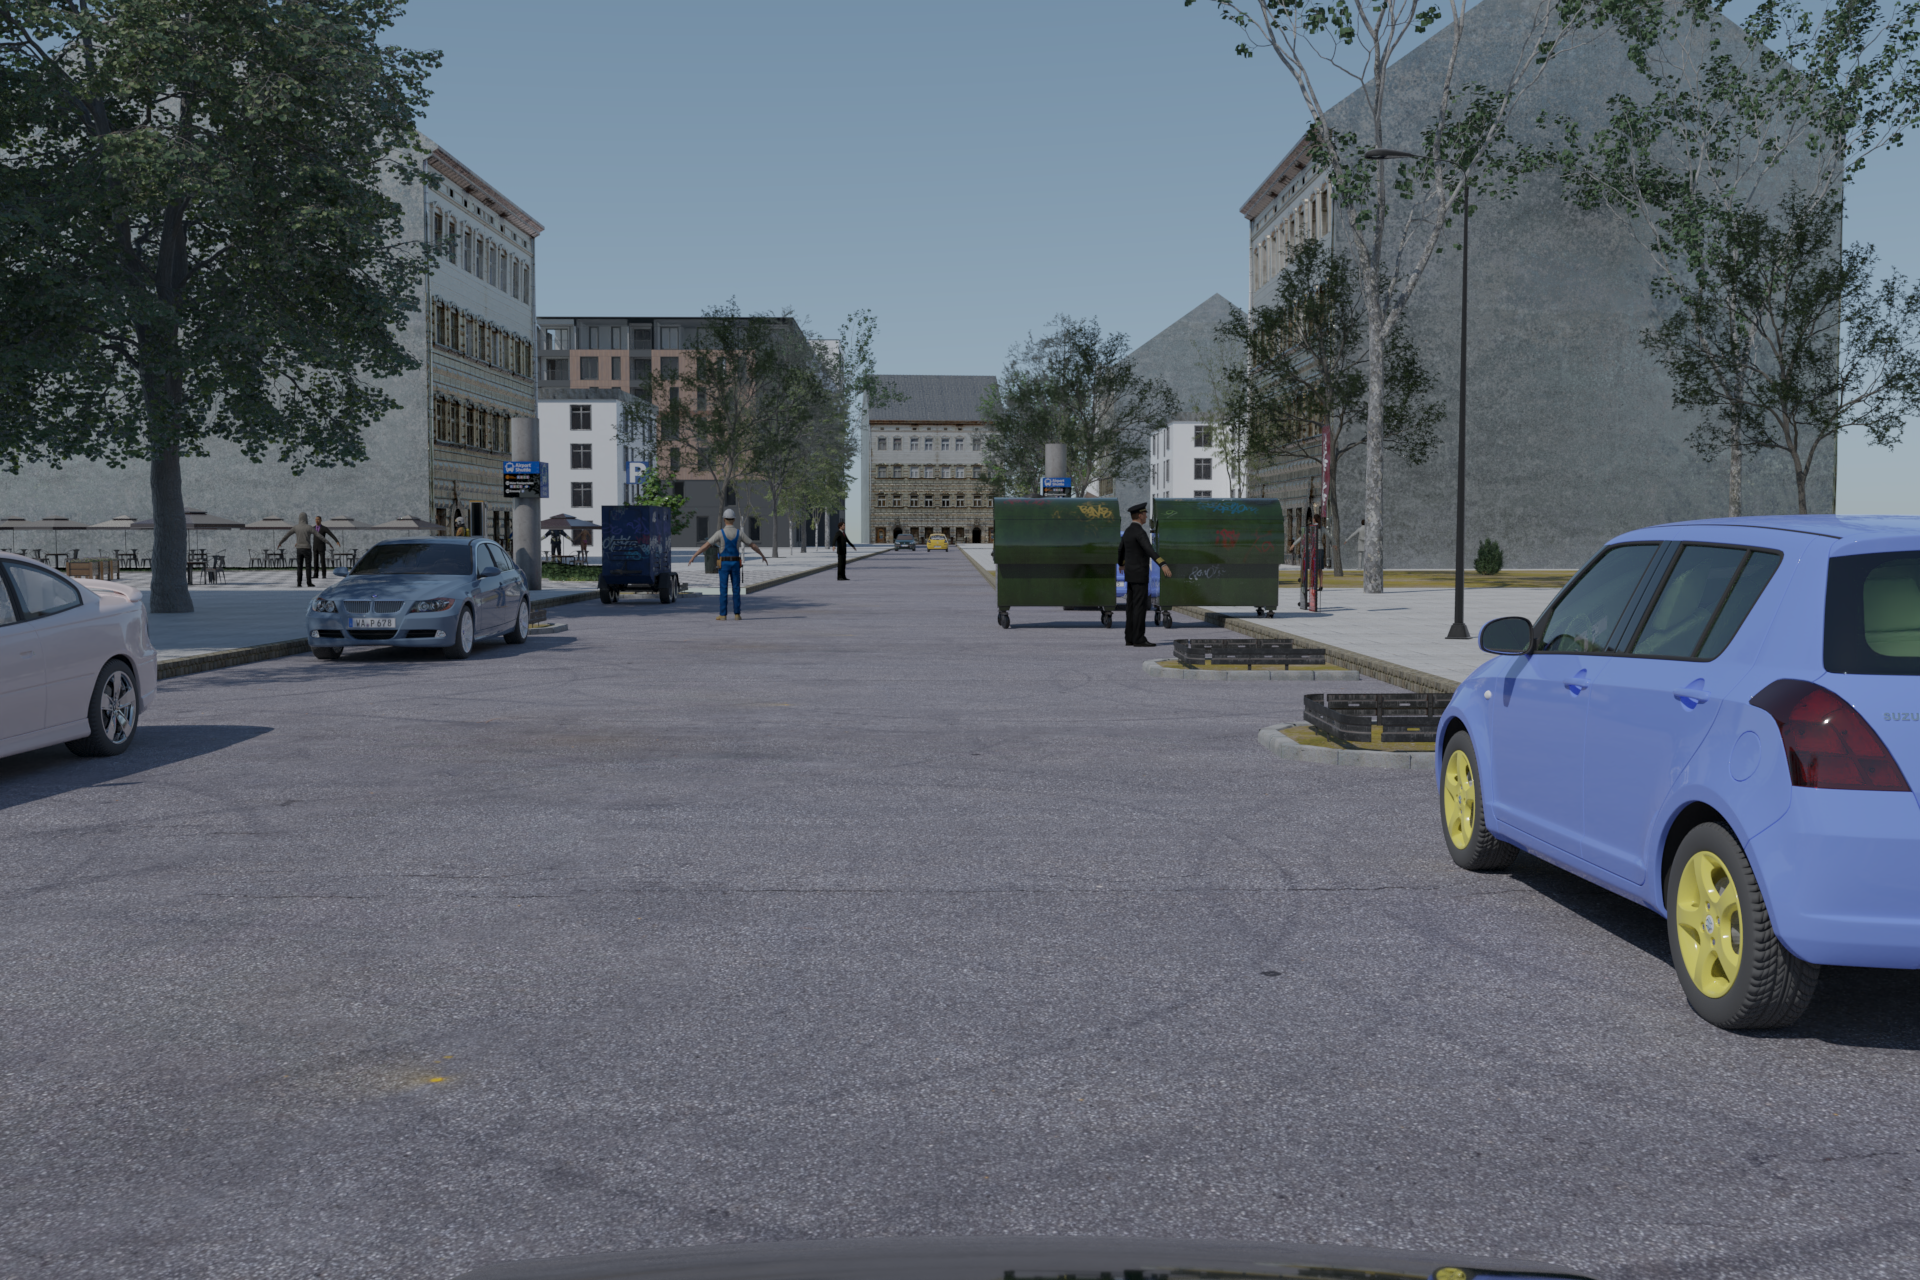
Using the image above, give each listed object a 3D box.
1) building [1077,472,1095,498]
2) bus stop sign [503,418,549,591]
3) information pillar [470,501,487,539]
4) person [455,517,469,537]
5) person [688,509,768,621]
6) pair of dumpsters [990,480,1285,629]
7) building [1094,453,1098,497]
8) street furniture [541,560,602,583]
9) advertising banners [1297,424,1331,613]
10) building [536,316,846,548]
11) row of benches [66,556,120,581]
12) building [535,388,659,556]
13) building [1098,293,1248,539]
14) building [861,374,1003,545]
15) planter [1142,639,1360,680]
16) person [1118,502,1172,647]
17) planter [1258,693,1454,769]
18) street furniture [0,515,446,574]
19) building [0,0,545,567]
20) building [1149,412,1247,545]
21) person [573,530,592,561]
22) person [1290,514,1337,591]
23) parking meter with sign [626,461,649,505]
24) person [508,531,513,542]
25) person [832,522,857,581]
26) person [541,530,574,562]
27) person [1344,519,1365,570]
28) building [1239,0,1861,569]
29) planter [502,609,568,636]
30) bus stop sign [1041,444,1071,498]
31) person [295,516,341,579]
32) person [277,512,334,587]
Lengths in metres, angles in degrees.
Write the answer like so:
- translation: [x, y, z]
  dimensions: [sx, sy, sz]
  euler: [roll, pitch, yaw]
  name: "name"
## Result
- translation: [19.919, -16.533, 212.456]
  dimensions: [9.099, 9.664, 28.070]
  euler: [0, 4, -1]
  name: "building"
- translation: [-9.873, -3.085, 39.458]
  dimensions: [0.837, 3.901, 0.837]
  euler: [0, 3, 0]
  name: "bus stop sign"
- translation: [-10.657, -2.073, 38.384]
  dimensions: [0.304, 2.012, 0.304]
  euler: [0, 3, 0]
  name: "information pillar"
- translation: [-17.054, -3.260, 59.077]
  dimensions: [0.705, 1.858, 1.354]
  euler: [0, 4, -2]
  name: "person"
- translation: [-3.837, -1.253, 28.803]
  dimensions: [1.347, 1.847, 0.705]
  euler: [-1, 4, -19]
  name: "person"
- translation: [2.687, -1.327, 26.652]
  dimensions: [4.436, 2.255, 1.574]
  euler: [0, 4, 0]
  name: "pair of dumpsters"
- translation: [20.006, -20.516, 191.853]
  dimensions: [16.016, 20.090, 11.380]
  euler: [0, 4, -1]
  name: "building"
- translation: [-12.613, -2.073, 49.523]
  dimensions: [5.734, 0.657, 10.072]
  euler: [-2, 4, -29]
  name: "street furniture"
- translation: [5.845, -1.982, 28.588]
  dimensions: [0.090, 3.025, 2.074]
  euler: [0, 4, -1]
  name: "advertising banners"
- translation: [-26.547, -20.507, 179.262]
  dimensions: [27.936, 21.610, 32.646]
  euler: [0, 4, -1]
  name: "building"
- translation: [-23.654, -1.950, 47.350]
  dimensions: [1.422, 0.672, 4.104]
  euler: [-1, 4, -16]
  name: "row of benches"
- translation: [-24.340, -10.506, 113.921]
  dimensions: [9.099, 9.664, 28.070]
  euler: [0, 4, -1]
  name: "building"
- translation: [23.363, -20.568, 167.217]
  dimensions: [19.493, 23.208, 18.063]
  euler: [0, 3, 0]
  name: "building"
- translation: [-4.044, -24.722, 237.595]
  dimensions: [18.063, 23.208, 19.493]
  euler: [0, 4, -7]
  name: "building"
- translation: [2.920, 0.196, 17.941]
  dimensions: [1.991, 0.319, 1.994]
  euler: [0, 4, 0]
  name: "planter"
- translation: [2.291, -0.838, 22.096]
  dimensions: [0.705, 1.837, 1.347]
  euler: [-1, 4, -21]
  name: "person"
- translation: [3.047, 0.586, 11.551]
  dimensions: [1.991, 0.319, 1.994]
  euler: [0, 4, 0]
  name: "planter"
- translation: [-32.742, -3.298, 58.955]
  dimensions: [27.439, 1.986, 14.083]
  euler: [0, 4, 6]
  name: "street furniture"
- translation: [-30.092, -15.014, 76.402]
  dimensions: [19.493, 23.208, 18.063]
  euler: [0, 4, -1]
  name: "building"
- translation: [19.078, -10.832, 119.257]
  dimensions: [9.099, 9.664, 28.070]
  euler: [0, 4, 0]
  name: "building"
- translation: [-16.942, -4.339, 77.752]
  dimensions: [0.721, 1.733, 1.217]
  euler: [2, 4, 29]
  name: "person"
- translation: [7.943, -1.958, 38.837]
  dimensions: [1.217, 1.735, 0.721]
  euler: [-1, 4, -21]
  name: "person"
- translation: [-7.727, -2.821, 42.384]
  dimensions: [0.543, 3.016, 1.738]
  euler: [0, 4, -1]
  name: "parking meter with sign"
- translation: [-18.738, -4.142, 73.693]
  dimensions: [0.705, 1.833, 1.349]
  euler: [3, 4, 37]
  name: "person"
- translation: [-3.614, -2.735, 53.359]
  dimensions: [0.705, 1.806, 1.347]
  euler: [2, 4, 27]
  name: "person"
- translation: [-15.723, -3.770, 67.414]
  dimensions: [1.354, 1.856, 0.705]
  euler: [-1, 4, -12]
  name: "person"
- translation: [14.480, -3.425, 62.192]
  dimensions: [1.347, 1.806, 0.705]
  euler: [0, 4, -1]
  name: "person"
- translation: [22.746, -14.732, 71.792]
  dimensions: [19.493, 23.208, 18.063]
  euler: [0, 3, 0]
  name: "building"
- translation: [-6.846, -0.259, 25.372]
  dimensions: [1.991, 0.319, 1.994]
  euler: [0, 4, 0]
  name: "planter"
- translation: [2.804, -3.774, 50.723]
  dimensions: [0.837, 3.901, 0.837]
  euler: [0, 4, -2]
  name: "bus stop sign"
- translation: [-18.424, -2.663, 49.763]
  dimensions: [1.346, 1.802, 0.704]
  euler: [0, 4, 4]
  name: "person"
- translation: [-15.909, -2.196, 42.029]
  dimensions: [1.348, 1.813, 0.705]
  euler: [0, 4, -3]
  name: "person"
